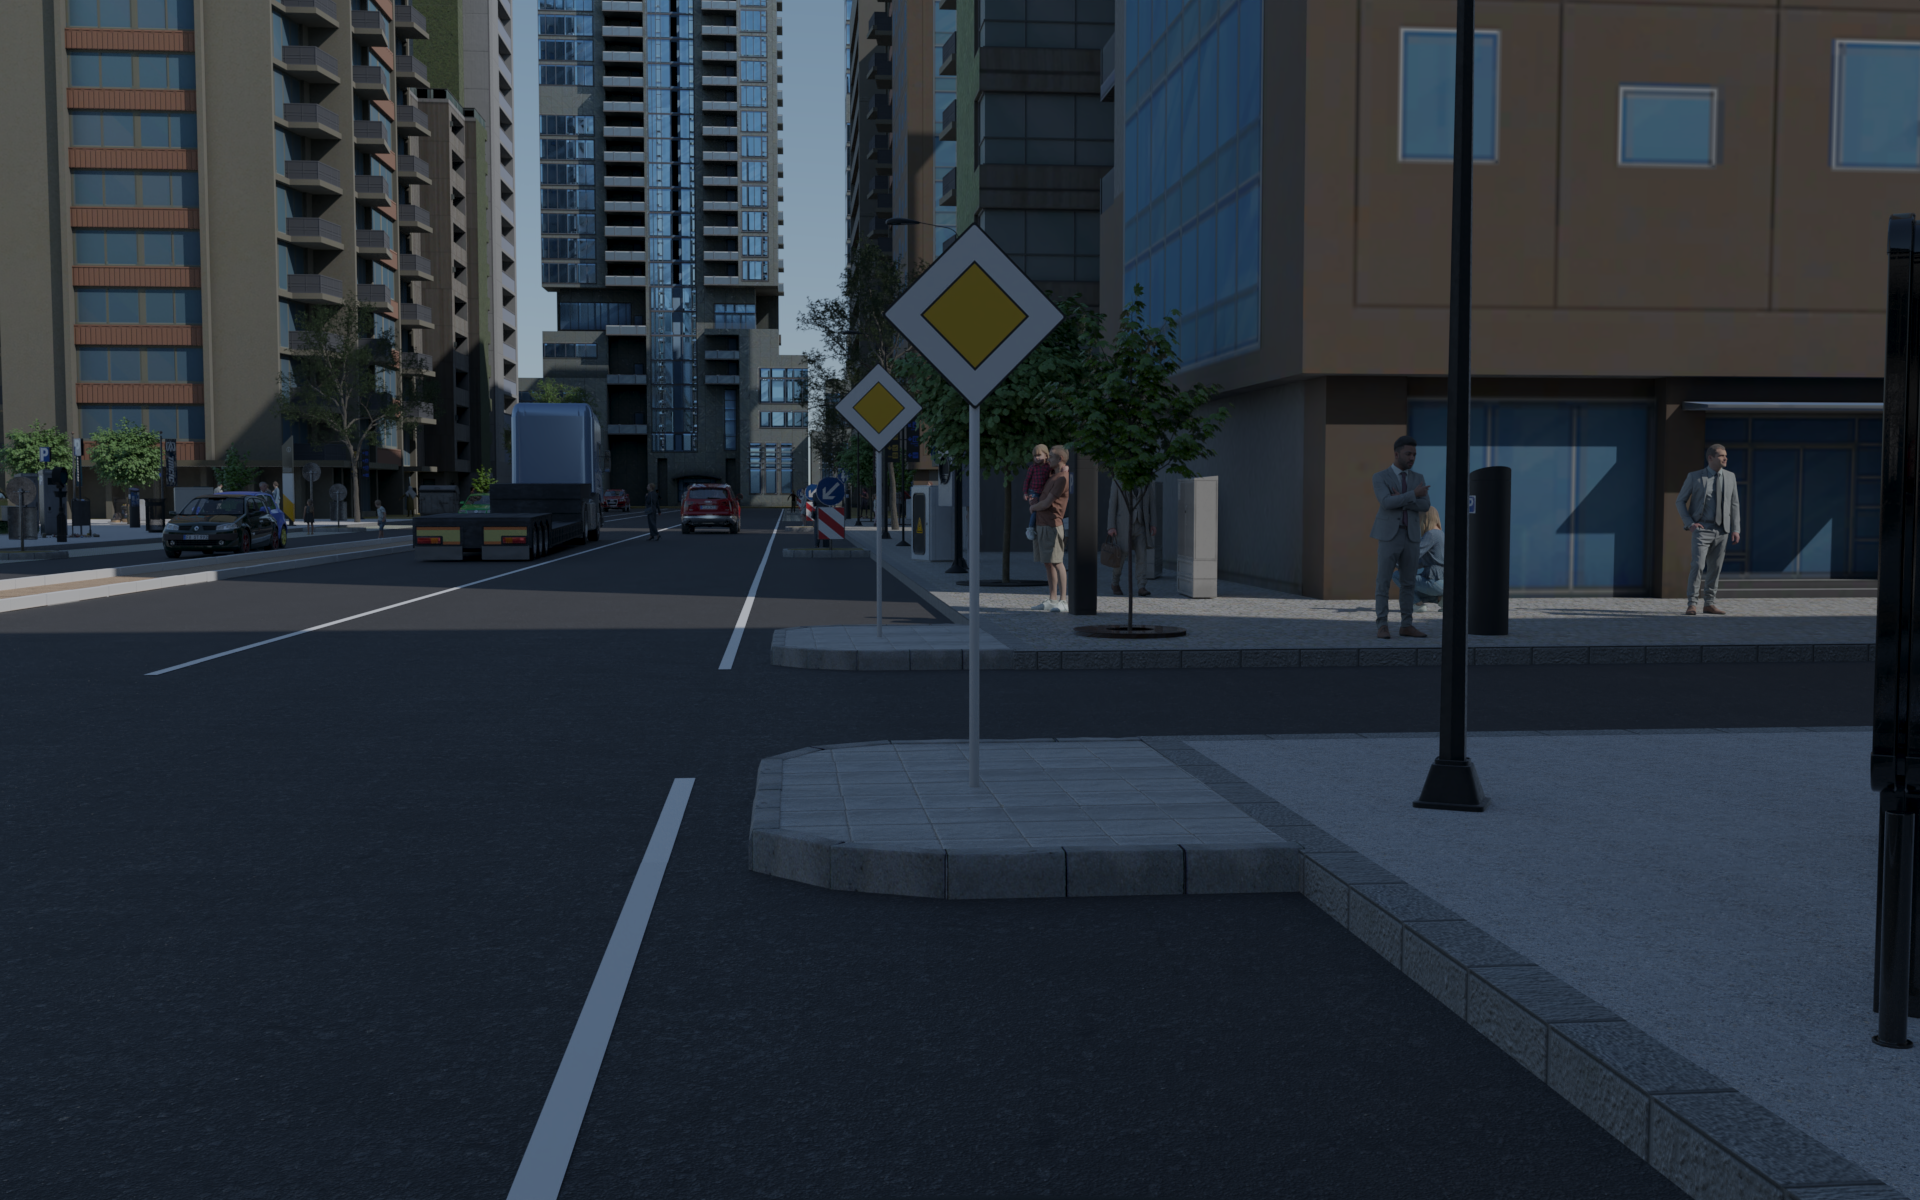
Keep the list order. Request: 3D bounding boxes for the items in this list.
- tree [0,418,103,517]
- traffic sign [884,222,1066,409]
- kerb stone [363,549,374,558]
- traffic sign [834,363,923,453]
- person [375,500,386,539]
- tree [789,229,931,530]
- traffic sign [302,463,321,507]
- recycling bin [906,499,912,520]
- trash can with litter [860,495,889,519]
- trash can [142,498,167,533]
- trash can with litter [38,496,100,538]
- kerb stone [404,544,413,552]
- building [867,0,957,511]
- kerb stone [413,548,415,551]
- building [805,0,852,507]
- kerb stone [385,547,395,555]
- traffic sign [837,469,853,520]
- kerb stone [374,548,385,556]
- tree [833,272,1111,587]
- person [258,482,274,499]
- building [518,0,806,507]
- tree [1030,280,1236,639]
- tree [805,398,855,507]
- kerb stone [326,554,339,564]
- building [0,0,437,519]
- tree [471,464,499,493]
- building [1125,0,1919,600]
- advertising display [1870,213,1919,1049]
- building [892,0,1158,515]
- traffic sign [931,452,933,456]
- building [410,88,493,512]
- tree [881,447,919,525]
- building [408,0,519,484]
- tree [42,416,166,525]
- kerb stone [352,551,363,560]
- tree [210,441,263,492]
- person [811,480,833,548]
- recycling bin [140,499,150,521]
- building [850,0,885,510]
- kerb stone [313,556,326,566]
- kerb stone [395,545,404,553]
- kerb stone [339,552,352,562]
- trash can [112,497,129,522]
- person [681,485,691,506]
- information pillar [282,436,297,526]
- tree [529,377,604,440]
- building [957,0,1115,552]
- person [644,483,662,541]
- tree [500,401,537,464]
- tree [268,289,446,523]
[{"bbox_3d":[-39.902,-5.586,75.052,4.285,4.588,4.351,0,3,0],"label":"tree"},{"bbox_3d":[0.083,-0.325,7.499,0.795,2.593,0.064,0,4,-6],"label":"traffic sign"},{"bbox_3d":[-13.435,-1.027,39.017,0.120,0.150,1.000,0,4,-6],"label":"kerb stone"},{"bbox_3d":[-0.702,-0.811,15.446,0.795,2.593,0.064,0,4,-6],"label":"traffic sign"},{"bbox_3d":[-17.658,-2.424,52.808,0.352,1.250,0.332,0,4,-8],"label":"person"},{"bbox_3d":[-2.664,-7.789,61.770,7.601,10.594,8.767,0,4,0],"label":"tree"},{"bbox_3d":[-26.301,-4.290,70.255,0.768,2.556,0.104,0,4,3],"label":"traffic sign"},{"bbox_3d":[-2.174,-4.469,85.623,0.722,1.027,0.722,3,4,36],"label":"recycling bin"},{"bbox_3d":[-4.543,-4.817,89.814,1.678,1.210,2.233,-1,4,-21],"label":"trash can with litter"},{"bbox_3d":[-26.687,-2.800,57.439,0.748,1.137,0.748,0,3,0],"label":"trash can"},{"bbox_3d":[-26.381,-2.449,51.098,1.678,1.210,2.233,3,5,41],"label":"trash can with litter"},{"bbox_3d":[-13.836,-1.278,43.094,0.120,0.150,1.000,0,4,-6],"label":"kerb stone"},{"bbox_3d":[4.492,-28.928,127.598,22.147,44.769,28.867,0,4,-6],"label":"building"},{"bbox_3d":[-13.943,-1.341,44.124,0.120,0.150,1.000,0,4,-6],"label":"kerb stone"},{"bbox_3d":[-0.811,-53.481,187.088,31.000,86.520,22.319,0,4,-6],"label":"building"},{"bbox_3d":[-13.638,-1.154,41.055,0.120,0.150,1.000,0,4,-6],"label":"kerb stone"},{"bbox_3d":[-5.618,-5.178,84.762,0.768,2.556,0.104,0,4,-5],"label":"traffic sign"},{"bbox_3d":[-13.537,-1.090,40.034,0.120,0.150,1.000,0,4,-6],"label":"kerb stone"},{"bbox_3d":[0.592,-2.491,24.442,4.285,4.588,4.351,0,3,0],"label":"tree"},{"bbox_3d":[-19.809,-2.477,49.396,0.661,1.777,0.834,-3,5,-43],"label":"person"},{"bbox_3d":[-31.898,-53.251,183.321,31.000,86.520,22.319,0,4,-6],"label":"building"},{"bbox_3d":[1.684,-1.291,15.709,1.663,3.219,1.824,0,3,0],"label":"tree"},{"bbox_3d":[-9.829,-11.128,132.310,4.360,8.622,3.978,0,3,0],"label":"tree"},{"bbox_3d":[-13.132,-0.842,35.958,0.120,0.150,1.000,0,4,-6],"label":"kerb stone"},{"bbox_3d":[-43.562,-27.279,100.642,22.147,44.769,28.867,0,4,-6],"label":"building"},{"bbox_3d":[-31.062,-7.217,112.597,1.663,3.219,1.824,0,3,0],"label":"tree"},{"bbox_3d":[10.417,-23.033,26.708,14.200,45.320,14.600,0,4,-6],"label":"building"},{"bbox_3d":[2.396,0.053,4.353,0.123,1.923,0.974,2,4,31],"label":"advertising display"},{"bbox_3d":[3.204,-27.850,105.459,14.600,45.320,14.200,0,4,-6],"label":"building"},{"bbox_3d":[-0.224,-2.137,35.040,0.768,2.556,0.104,0,4,3],"label":"traffic sign"},{"bbox_3d":[-41.793,-21.503,123.281,14.160,30.474,14.107,0,4,-6],"label":"building"},{"bbox_3d":[-2.411,-4.673,70.998,1.663,3.219,1.824,0,3,0],"label":"tree"},{"bbox_3d":[-52.895,-37.038,147.564,28.212,58.520,21.231,0,4,-6],"label":"building"},{"bbox_3d":[-35.191,-5.477,73.270,4.285,4.588,4.351,0,3,0],"label":"tree"},{"bbox_3d":[-13.336,-0.965,37.999,0.120,0.150,1.000,0,4,-6],"label":"kerb stone"},{"bbox_3d":[-26.852,-4.239,63.911,1.663,3.219,1.824,0,3,0],"label":"tree"},{"bbox_3d":[-3.308,-2.009,41.763,0.576,1.772,0.534,0,4,-6],"label":"person"},{"bbox_3d":[-39.136,-4.288,82.661,0.722,1.027,0.722,-1,4,-9],"label":"recycling bin"},{"bbox_3d":[1.385,-32.342,152.486,21.300,48.544,21.600,0,4,-6],"label":"building"},{"bbox_3d":[-13.028,-0.779,34.934,0.120,0.150,1.000,0,4,-6],"label":"kerb stone"},{"bbox_3d":[-13.735,-1.216,42.075,0.120,0.150,1.000,0,4,-6],"label":"kerb stone"},{"bbox_3d":[-13.223,-0.904,36.977,0.120,0.150,1.000,0,4,-6],"label":"kerb stone"},{"bbox_3d":[-39.294,-4.250,81.148,0.748,1.137,0.748,0,3,0],"label":"trash can"},{"bbox_3d":[-11.813,-4.086,75.433,0.709,1.813,0.853,-1,4,-9],"label":"person"},{"bbox_3d":[-26.970,-4.784,69.574,0.504,3.616,0.183,1,4,16],"label":"information pillar"},{"bbox_3d":[-35.303,-13.971,154.180,9.928,11.665,9.643,0,3,0],"label":"tree"},{"bbox_3d":[6.731,-22.076,44.531,14.154,41.232,14.086,0,4,-6],"label":"building"},{"bbox_3d":[-9.469,-2.728,53.530,0.534,1.772,0.576,0,4,-2],"label":"person"},{"bbox_3d":[-33.926,-11.377,136.383,4.737,8.622,4.395,0,3,0],"label":"tree"},{"bbox_3d":[-27.200,-8.797,78.247,8.767,10.594,7.601,0,4,-1],"label":"tree"}]
